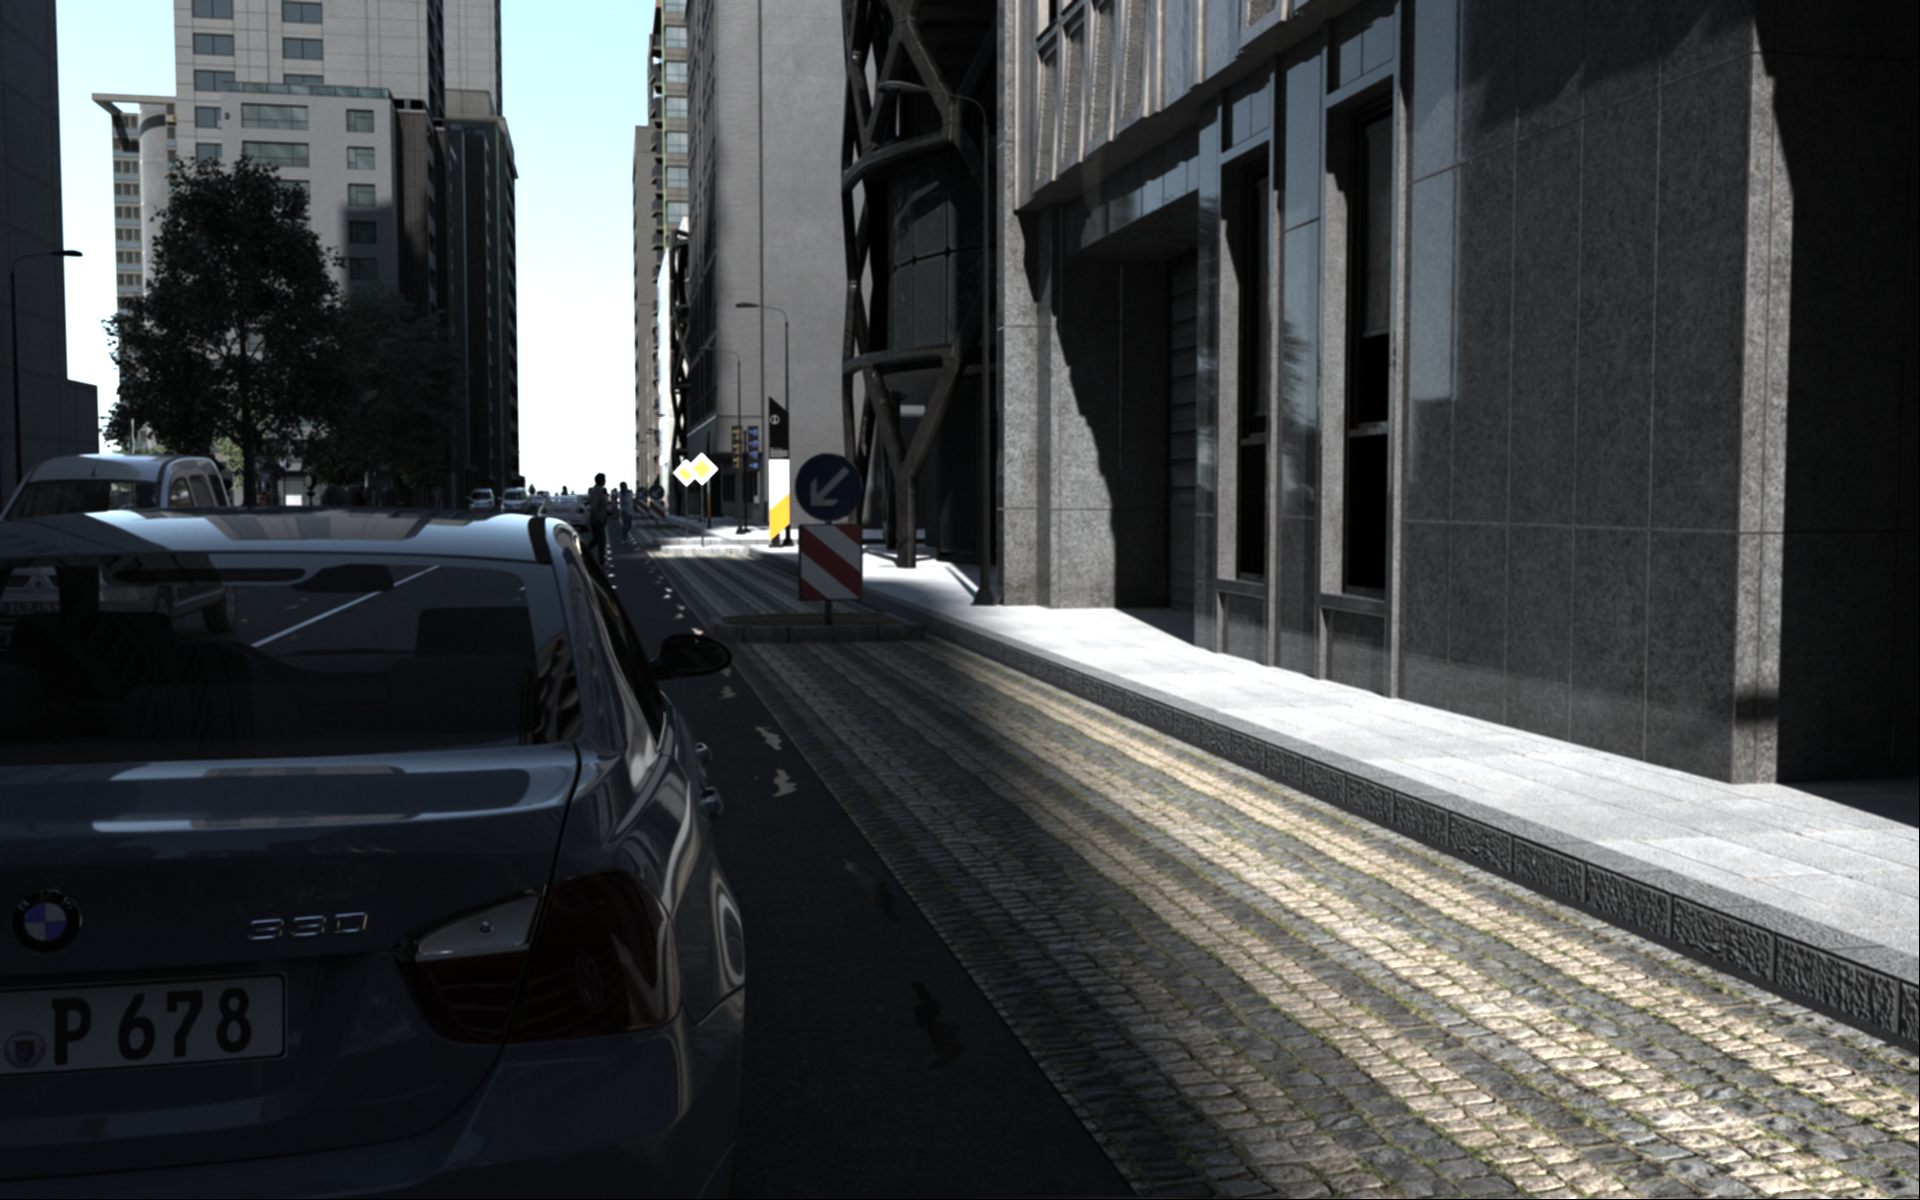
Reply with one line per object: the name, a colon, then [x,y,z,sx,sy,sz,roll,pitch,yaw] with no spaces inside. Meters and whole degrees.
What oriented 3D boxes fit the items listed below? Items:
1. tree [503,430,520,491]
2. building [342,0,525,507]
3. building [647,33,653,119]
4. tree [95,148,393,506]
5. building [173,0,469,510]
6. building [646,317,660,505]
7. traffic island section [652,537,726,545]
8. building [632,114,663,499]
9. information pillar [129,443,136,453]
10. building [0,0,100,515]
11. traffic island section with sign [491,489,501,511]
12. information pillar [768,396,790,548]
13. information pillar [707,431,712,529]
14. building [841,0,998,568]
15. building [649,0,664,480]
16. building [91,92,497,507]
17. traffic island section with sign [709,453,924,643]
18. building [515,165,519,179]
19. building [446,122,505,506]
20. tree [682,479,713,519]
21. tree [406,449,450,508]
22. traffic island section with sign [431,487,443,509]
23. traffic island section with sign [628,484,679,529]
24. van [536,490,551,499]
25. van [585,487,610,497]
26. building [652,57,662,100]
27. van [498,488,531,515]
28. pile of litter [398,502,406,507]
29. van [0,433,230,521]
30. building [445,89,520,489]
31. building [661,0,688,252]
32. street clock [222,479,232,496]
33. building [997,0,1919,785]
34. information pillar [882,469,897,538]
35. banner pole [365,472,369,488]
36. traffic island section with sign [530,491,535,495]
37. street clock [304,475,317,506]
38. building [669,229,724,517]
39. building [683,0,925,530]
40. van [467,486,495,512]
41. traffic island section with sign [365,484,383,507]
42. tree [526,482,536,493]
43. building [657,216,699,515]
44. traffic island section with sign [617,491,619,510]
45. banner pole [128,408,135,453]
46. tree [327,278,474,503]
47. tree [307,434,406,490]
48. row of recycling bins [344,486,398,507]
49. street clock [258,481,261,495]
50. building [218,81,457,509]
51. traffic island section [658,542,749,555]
tree: [-51.913,-15.040,196.258,4.360,8.622,3.978,0,3,0]
building: [-69.213,-48.480,230.904,20.563,71.187,20.611,-1,4,-12]
building: [-40.135,-50.896,270.400,20.563,71.187,20.611,-1,4,-12]
tree: [-23.931,-8.611,57.802,9.611,12.733,9.660,0,3,0]
building: [-50.777,-43.006,141.400,20.563,71.187,20.611,-1,4,-12]
building: [-19.213,-20.849,185.919,27.650,21.520,28.899,-1,4,-12]
traffic island section: [-7.836,-1.686,49.849,2.009,0.180,2.903,-1,4,-12]
building: [-30.254,-36.427,219.286,21.300,48.544,21.600,-1,4,-12]
information pillar: [-37.095,-5.283,77.726,0.504,3.616,0.183,3,5,41]
building: [-27.425,-35.883,24.944,20.611,71.187,20.563,-1,4,-12]
traffic island section with sign: [-38.784,-8.278,143.981,1.989,1.847,2.006,-1,4,-12]
information pillar: [-4.340,-3.065,41.467,0.504,3.616,0.183,0,4,-1]
information pillar: [-9.346,-4.469,64.427,0.183,3.616,0.504,0,4,-4]
building: [5.881,-10.250,35.045,16.820,18.784,16.811,-1,4,-12]
building: [-16.480,-30.686,156.338,22.147,44.769,28.867,-1,4,-12]
building: [-61.157,-28.861,163.755,32.217,40.220,23.993,-1,4,-12]
traffic island section with sign: [-1.524,-0.545,17.531,1.989,1.847,2.006,-1,4,-12]
building: [-79.642,-40.648,253.836,28.713,52.752,27.495,-1,4,-12]
building: [-56.477,-30.638,184.521,14.154,41.232,14.086,-1,4,-12]
tree: [-13.590,-5.767,88.889,1.663,3.219,1.824,0,3,0]
tree: [-35.548,-8.012,114.709,4.285,4.588,4.351,0,3,0]
traffic island section with sign: [-28.792,-5.315,95.534,1.989,1.847,2.006,-1,4,-12]
traffic island section with sign: [-12.779,-3.889,72.215,1.989,1.847,2.006,-1,4,-12]
van: [-45.210,-11.055,187.765,2.013,2.044,4.112,-1,4,-11]
van: [-33.086,-9.401,158.083,2.240,2.365,5.245,-1,4,-12]
building: [-34.158,-57.015,244.863,22.319,86.520,31.000,-1,4,-12]
van: [-28.578,-6.374,111.222,2.013,2.044,4.112,-1,4,-12]
pile of litter: [-31.559,-5.101,97.364,1.719,0.858,1.176,2,4,30]
van: [-8.190,-0.590,16.654,2.013,2.044,4.112,-1,4,-10]
building: [-65.288,-35.879,210.316,21.300,48.544,21.600,-1,4,-12]
building: [-15.985,-27.588,134.662,14.154,41.232,14.086,-1,4,-12]
street clock: [-35.066,-4.786,82.821,0.471,2.002,0.358,1,4,16]
building: [8.313,-11.799,10.938,12.078,24.808,19.932,-1,4,-12]
information pillar: [-2.048,-2.807,50.385,0.304,2.012,0.304,2,4,28]
banner pole: [-37.183,-7.254,108.612,0.401,3.779,0.863,-3,5,-39]
traffic island section with sign: [-55.606,-13.273,225.640,1.989,1.847,2.006,-1,4,-12]
street clock: [-24.437,-3.708,65.203,0.471,2.002,0.358,2,4,32]
building: [-8.308,-14.242,100.316,16.820,18.784,16.811,-1,4,-12]
building: [-4.070,-17.180,74.408,14.314,27.812,24.014,-1,4,-12]
van: [-34.997,-7.321,126.712,2.013,2.044,4.112,-1,4,-12]
traffic island section with sign: [-23.339,-3.695,69.046,1.989,1.847,2.006,-1,4,-12]
tree: [-68.628,-17.279,277.109,1.663,3.219,1.824,0,3,0]
building: [-14.673,-15.986,116.118,10.420,20.320,16.860,-1,4,-12]
traffic island section with sign: [-28.344,-8.504,147.666,1.989,1.847,2.006,-1,4,-12]
banner pole: [-24.123,-3.701,50.535,0.401,3.779,0.863,-2,4,-32]
tree: [-33.229,-11.931,101.724,9.857,13.997,8.962,0,3,0]
tree: [-28.923,-5.924,80.569,4.285,4.588,4.351,0,3,0]
row of recycling bins: [-30.616,-5.007,88.977,3.534,1.692,1.069,0,4,3]
street clock: [-37.901,-5.473,94.058,0.358,2.002,0.471,-3,4,-38]
building: [-44.715,-21.668,125.981,14.160,30.474,14.107,-1,4,-12]
traffic island section: [-6.224,-1.208,42.028,2.009,0.180,2.903,-1,4,-12]
